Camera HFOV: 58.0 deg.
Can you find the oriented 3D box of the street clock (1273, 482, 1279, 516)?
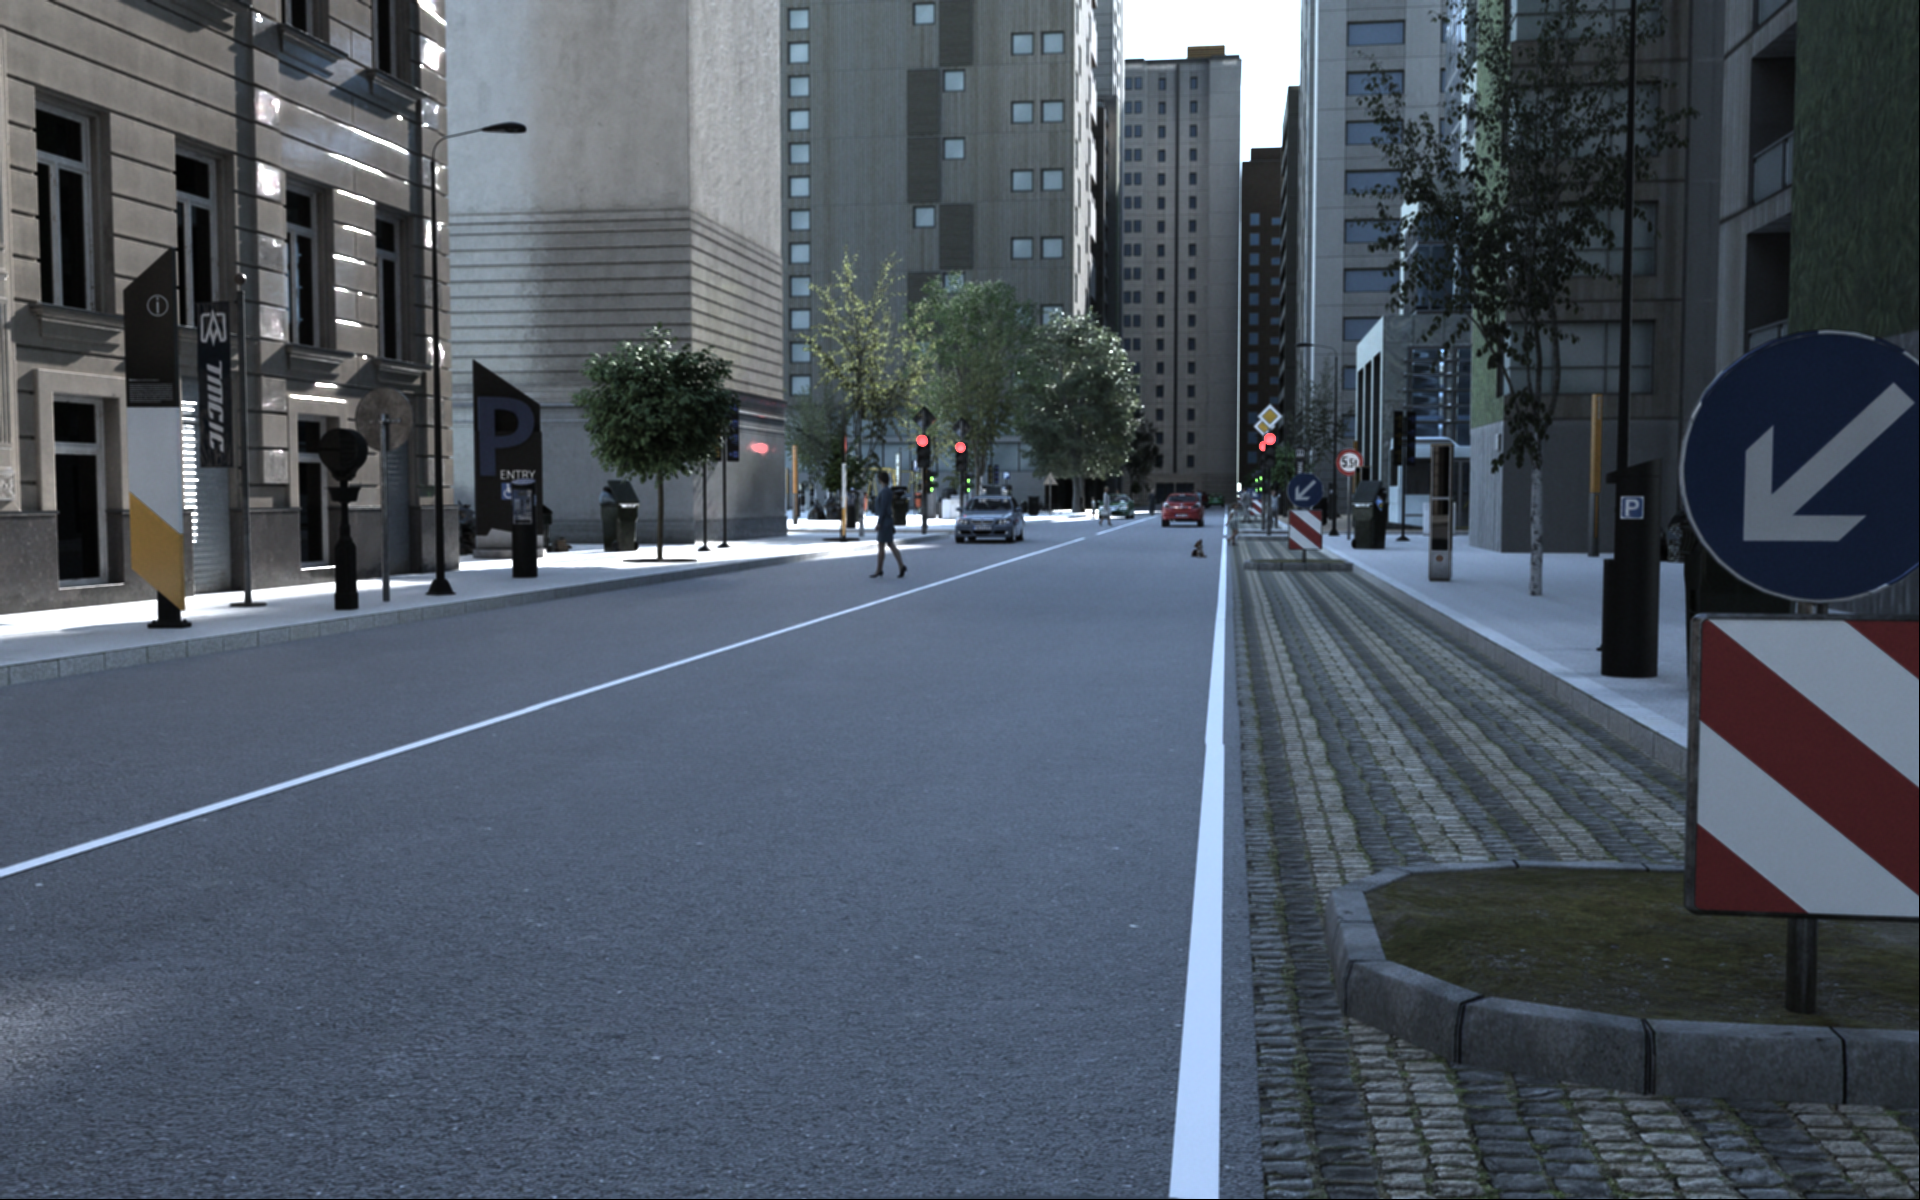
[{"bbox_3d":[18.662,-5.981,102.363,0.358,2.002,0.471,-1,4,-11],"label":"street clock"}]

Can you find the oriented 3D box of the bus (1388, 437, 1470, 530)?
[{"bbox_3d":[20.696,-3.718,55.650,13.247,3.499,2.948,0,4,7],"label":"bus"}]

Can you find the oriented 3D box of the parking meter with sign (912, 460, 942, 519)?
[{"bbox_3d":[-1.565,-5.693,89.347,1.738,3.016,0.543,1,4,19],"label":"parking meter with sign"}]

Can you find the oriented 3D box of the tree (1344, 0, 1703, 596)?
[{"bbox_3d":[7.060,-4.365,21.729,4.360,8.622,3.978,0,3,0],"label":"tree"}]

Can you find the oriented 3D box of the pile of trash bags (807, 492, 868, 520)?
[{"bbox_3d":[-5.866,-4.675,86.184,1.912,1.369,3.447,3,5,41],"label":"pile of trash bags"}]

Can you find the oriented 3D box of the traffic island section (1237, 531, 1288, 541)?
[{"bbox_3d":[9.638,-1.938,53.961,2.009,0.180,2.903,1,4,9],"label":"traffic island section"}]

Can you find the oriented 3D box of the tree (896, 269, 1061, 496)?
[{"bbox_3d":[0.887,-9.411,79.621,9.928,11.665,9.643,0,3,0],"label":"tree"}]

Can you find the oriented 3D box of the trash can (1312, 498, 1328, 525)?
[{"bbox_3d":[14.724,-3.625,70.914,0.748,1.137,0.748,0,3,0],"label":"trash can"}]

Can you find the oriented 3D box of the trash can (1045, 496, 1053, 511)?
[{"bbox_3d":[6.739,-7.320,131.332,0.748,1.137,0.748,0,3,0],"label":"trash can"}]

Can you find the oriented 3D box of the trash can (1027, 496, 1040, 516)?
[{"bbox_3d":[4.402,-5.618,103.511,0.748,1.137,0.748,0,3,0],"label":"trash can"}]

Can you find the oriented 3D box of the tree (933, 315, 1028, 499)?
[{"bbox_3d":[0.845,-7.430,71.844,4.737,8.622,4.395,0,3,0],"label":"tree"}]

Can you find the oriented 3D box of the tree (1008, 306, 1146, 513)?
[{"bbox_3d":[7.748,-12.818,116.236,9.857,13.997,8.962,0,3,0],"label":"tree"}]

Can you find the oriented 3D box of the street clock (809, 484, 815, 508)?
[{"bbox_3d":[-11.698,-8.205,138.720,0.358,2.002,0.471,0,4,2],"label":"street clock"}]

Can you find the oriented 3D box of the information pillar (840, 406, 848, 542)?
[{"bbox_3d":[-3.105,-3.368,46.414,0.183,3.616,0.504,0,4,2],"label":"information pillar"}]

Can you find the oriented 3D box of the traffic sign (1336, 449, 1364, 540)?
[{"bbox_3d":[10.915,-2.963,48.554,0.768,2.556,0.104,1,4,18],"label":"traffic sign"}]

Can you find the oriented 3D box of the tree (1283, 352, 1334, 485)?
[{"bbox_3d":[18.735,-8.595,90.896,4.360,8.622,3.978,0,3,0],"label":"tree"}]

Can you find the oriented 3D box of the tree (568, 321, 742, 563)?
[{"bbox_3d":[-5.781,-3.006,32.862,4.285,4.588,4.351,0,3,0],"label":"tree"}]

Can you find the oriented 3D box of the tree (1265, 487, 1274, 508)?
[{"bbox_3d":[29.244,-10.378,164.286,1.663,3.219,1.824,0,3,0],"label":"tree"}]

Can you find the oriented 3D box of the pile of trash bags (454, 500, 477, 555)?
[{"bbox_3d":[-11.881,-1.677,37.168,3.447,1.369,1.912,1,4,23],"label":"pile of trash bags"}]

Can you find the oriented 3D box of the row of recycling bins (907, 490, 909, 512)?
[{"bbox_3d":[-4.109,-6.945,120.663,1.069,1.692,3.534,0,4,3],"label":"row of recycling bins"}]

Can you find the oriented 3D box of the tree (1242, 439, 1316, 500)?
[{"bbox_3d":[19.717,-7.378,104.344,4.285,4.588,4.351,0,3,0],"label":"tree"}]

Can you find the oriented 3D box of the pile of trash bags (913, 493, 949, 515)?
[{"bbox_3d":[-1.786,-5.922,106.571,1.912,1.369,3.447,2,4,33],"label":"pile of trash bags"}]

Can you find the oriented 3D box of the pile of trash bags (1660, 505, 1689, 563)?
[{"bbox_3d":[14.681,-1.444,33.356,3.447,1.369,1.912,-1,4,-13],"label":"pile of trash bags"}]

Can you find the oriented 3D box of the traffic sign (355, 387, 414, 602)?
[{"bbox_3d":[-6.861,-1.256,20.634,0.768,2.556,0.104,1,4,12],"label":"traffic sign"}]

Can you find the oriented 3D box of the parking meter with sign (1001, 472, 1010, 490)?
[{"bbox_3d":[3.502,-8.601,136.879,0.543,3.016,1.738,1,4,13],"label":"parking meter with sign"}]

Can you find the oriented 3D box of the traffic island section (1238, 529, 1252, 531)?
[{"bbox_3d":[10.855,-2.420,61.853,2.009,0.180,2.903,1,4,9],"label":"traffic island section"}]

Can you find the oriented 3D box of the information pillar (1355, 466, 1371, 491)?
[{"bbox_3d":[10.614,-2.520,45.688,0.304,2.012,0.304,-1,4,-20],"label":"information pillar"}]

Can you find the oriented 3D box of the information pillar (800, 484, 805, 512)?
[{"bbox_3d":[-11.410,-7.389,125.297,0.304,2.012,0.304,-2,4,-27],"label":"information pillar"}]

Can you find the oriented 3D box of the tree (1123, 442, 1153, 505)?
[{"bbox_3d":[21.613,-15.797,208.647,4.737,8.622,4.395,0,3,0],"label":"tree"}]

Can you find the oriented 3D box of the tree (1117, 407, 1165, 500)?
[{"bbox_3d":[18.595,-15.348,185.355,7.601,10.594,8.767,-2,4,-25],"label":"tree"}]

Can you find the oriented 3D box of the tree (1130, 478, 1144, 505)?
[{"bbox_3d":[20.692,-12.743,202.943,1.663,3.219,1.824,0,3,0],"label":"tree"}]

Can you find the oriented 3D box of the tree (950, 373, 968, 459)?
[{"bbox_3d":[-1.672,-9.033,98.051,4.360,8.622,3.978,0,3,0],"label":"tree"}]

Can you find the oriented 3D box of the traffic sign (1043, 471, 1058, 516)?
[{"bbox_3d":[5.192,-6.093,99.617,0.884,2.594,0.081,1,4,13],"label":"traffic sign"}]

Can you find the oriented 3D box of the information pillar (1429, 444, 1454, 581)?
[{"bbox_3d":[7.105,-1.289,25.561,0.304,2.012,0.304,1,4,21],"label":"information pillar"}]

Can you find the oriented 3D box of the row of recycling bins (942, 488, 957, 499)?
[{"bbox_3d":[-0.754,-6.784,118.033,1.069,1.692,3.534,0,4,-3],"label":"row of recycling bins"}]

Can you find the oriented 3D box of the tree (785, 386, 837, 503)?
[{"bbox_3d":[-9.790,-10.126,115.914,4.737,8.622,4.395,0,3,0],"label":"tree"}]

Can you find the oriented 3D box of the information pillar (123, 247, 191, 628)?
[{"bbox_3d":[-7.679,-1.540,16.536,0.504,3.616,0.183,0,3,0],"label":"information pillar"}]

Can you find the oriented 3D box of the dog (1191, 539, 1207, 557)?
[{"bbox_3d":[5.505,-1.180,39.479,0.550,0.427,0.748,3,4,36],"label":"dog"}]

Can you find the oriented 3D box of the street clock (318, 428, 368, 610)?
[{"bbox_3d":[-6.828,-0.896,19.222,0.471,2.002,0.358,0,4,7],"label":"street clock"}]

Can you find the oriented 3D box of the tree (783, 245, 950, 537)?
[{"bbox_3d":[-2.734,-6.224,52.118,4.360,8.622,3.978,0,3,0],"label":"tree"}]

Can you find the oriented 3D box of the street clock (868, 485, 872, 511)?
[{"bbox_3d":[-6.932,-7.901,133.749,0.358,2.002,0.471,0,4,-6],"label":"street clock"}]

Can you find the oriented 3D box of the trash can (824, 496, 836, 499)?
[{"bbox_3d":[-7.994,-5.816,106.747,0.748,1.137,0.748,0,3,0],"label":"trash can"}]

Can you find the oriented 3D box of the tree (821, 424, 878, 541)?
[{"bbox_3d":[-3.327,-3.253,47.782,1.663,3.219,1.824,0,3,0],"label":"tree"}]
